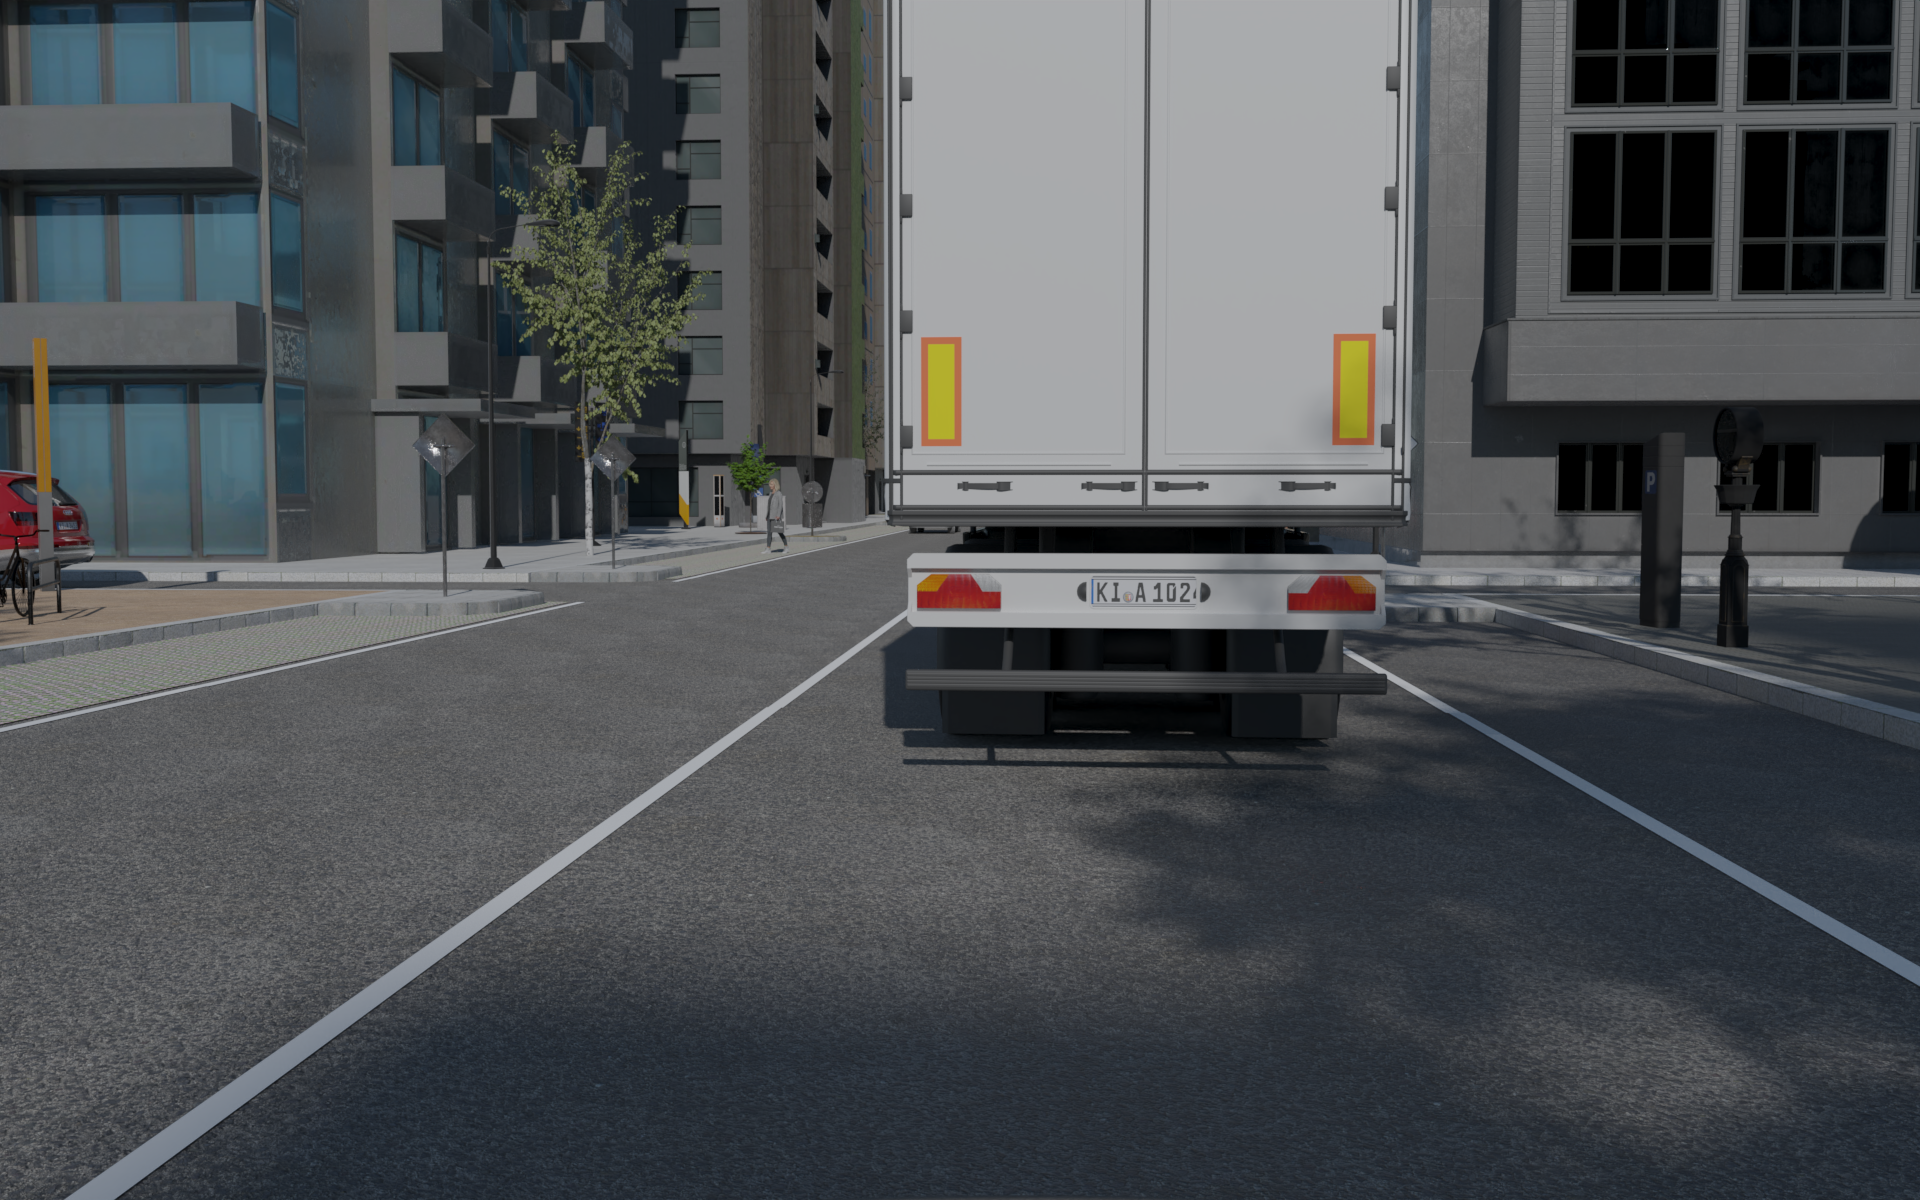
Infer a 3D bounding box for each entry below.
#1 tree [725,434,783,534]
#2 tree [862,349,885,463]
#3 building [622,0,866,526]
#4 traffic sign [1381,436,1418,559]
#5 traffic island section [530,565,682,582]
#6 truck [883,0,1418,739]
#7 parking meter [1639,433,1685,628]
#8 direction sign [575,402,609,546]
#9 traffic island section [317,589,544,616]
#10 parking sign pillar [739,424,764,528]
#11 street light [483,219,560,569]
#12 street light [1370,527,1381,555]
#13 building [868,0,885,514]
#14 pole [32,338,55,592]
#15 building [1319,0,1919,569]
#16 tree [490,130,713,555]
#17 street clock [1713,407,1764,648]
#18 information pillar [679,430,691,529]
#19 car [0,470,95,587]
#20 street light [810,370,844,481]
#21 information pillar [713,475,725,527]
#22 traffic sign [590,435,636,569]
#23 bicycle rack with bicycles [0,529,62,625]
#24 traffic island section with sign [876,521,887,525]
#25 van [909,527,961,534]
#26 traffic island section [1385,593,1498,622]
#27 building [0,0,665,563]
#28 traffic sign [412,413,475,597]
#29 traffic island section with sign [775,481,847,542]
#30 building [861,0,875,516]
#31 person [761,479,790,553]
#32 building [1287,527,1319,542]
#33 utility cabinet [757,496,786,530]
[{"bbox_3d":[-6.826,-3.735,55.661,1.663,3.219,1.824,0,3,0],"label":"tree"},{"bbox_3d":[-5.113,-8.284,85.800,4.360,8.622,3.978,0,3,0],"label":"tree"},{"bbox_3d":[-11.906,-18.506,74.275,14.160,30.474,14.107,0,4,4],"label":"building"},{"bbox_3d":[5.091,-1.051,20.827,0.795,2.450,0.064,0,4,4],"label":"traffic sign"},{"bbox_3d":[-5.943,-0.449,29.614,2.009,0.180,2.903,0,4,4],"label":"traffic island section"},{"bbox_3d":[1.349,-1.504,13.510,2.839,4.237,11.283,0,4,5],"label":"truck"},{"bbox_3d":[6.778,-0.674,16.733,0.255,1.863,0.399,0,4,-5],"label":"parking meter"},{"bbox_3d":[-9.057,-3.101,42.699,0.876,3.537,0.379,-2,4,-35],"label":"direction sign"},{"bbox_3d":[-6.453,0.039,21.645,2.009,0.180,2.903,0,4,4],"label":"traffic island section"},{"bbox_3d":[-7.774,-4.766,66.400,1.447,3.967,1.447,-1,4,-10],"label":"parking sign pillar"},{"bbox_3d":[-7.450,-3.482,29.466,1.470,5.913,1.316,0,4,4],"label":"street light"},{"bbox_3d":[7.290,-3.668,32.511,1.470,5.913,1.316,0,4,4],"label":"street light"},{"bbox_3d":[-10.486,-26.188,111.771,14.154,41.232,14.086,0,4,4],"label":"building"},{"bbox_3d":[-12.050,-1.769,22.772,0.158,3.312,0.155,0,3,0],"label":"pole"},{"bbox_3d":[23.227,-13.129,33.731,30.058,24.678,14.314,0,4,4],"label":"building"},{"bbox_3d":[-7.515,-5.237,35.985,4.737,8.622,4.395,0,3,0],"label":"tree"},{"bbox_3d":[6.495,-0.608,14.505,0.358,2.002,0.471,0,3,0],"label":"street clock"},{"bbox_3d":[-10.050,-4.387,63.082,0.504,3.616,0.183,3,5,45],"label":"information pillar"},{"bbox_3d":[-15.744,-1.043,25.721,5.304,1.827,2.281,0,4,2],"label":"car"},{"bbox_3d":[-5.054,-5.657,65.034,1.470,5.913,1.316,0,4,4],"label":"street light"},{"bbox_3d":[-9.262,-3.796,66.561,0.304,2.012,0.304,2,4,25],"label":"information pillar"},{"bbox_3d":[-5.919,-1.585,29.551,0.795,2.450,0.064,0,4,4],"label":"traffic sign"},{"bbox_3d":[-10.306,-0.240,17.300,2.852,0.926,2.925,-1,4,-18],"label":"bicycle rack with bicycles"},{"bbox_3d":[-2.769,-4.327,79.374,1.989,1.847,2.006,0,4,4],"label":"traffic island section with sign"},{"bbox_3d":[-0.899,-3.481,63.924,2.013,2.044,4.112,0,4,5],"label":"van"},{"bbox_3d":[5.115,0.084,20.903,2.009,0.180,2.903,0,4,4],"label":"traffic island section"},{"bbox_3d":[-21.411,-25.958,44.027,23.786,49.044,30.456,0,4,4],"label":"building"},{"bbox_3d":[-6.429,-1.097,21.582,0.795,2.450,0.064,0,4,4],"label":"traffic sign"},{"bbox_3d":[-4.483,-2.682,52.473,1.989,1.847,2.006,0,4,4],"label":"traffic island section with sign"},{"bbox_3d":[-12.444,-27.272,96.013,14.600,45.320,14.200,0,4,4],"label":"building"},{"bbox_3d":[-4.387,-2.010,41.550,0.728,1.800,0.709,-3,4,-36],"label":"person"},{"bbox_3d":[19.712,-15.753,62.081,19.350,26.468,34.151,0,4,4],"label":"building"},{"bbox_3d":[-6.759,-3.118,62.136,1.020,1.237,0.306,0,4,0],"label":"utility cabinet"}]
